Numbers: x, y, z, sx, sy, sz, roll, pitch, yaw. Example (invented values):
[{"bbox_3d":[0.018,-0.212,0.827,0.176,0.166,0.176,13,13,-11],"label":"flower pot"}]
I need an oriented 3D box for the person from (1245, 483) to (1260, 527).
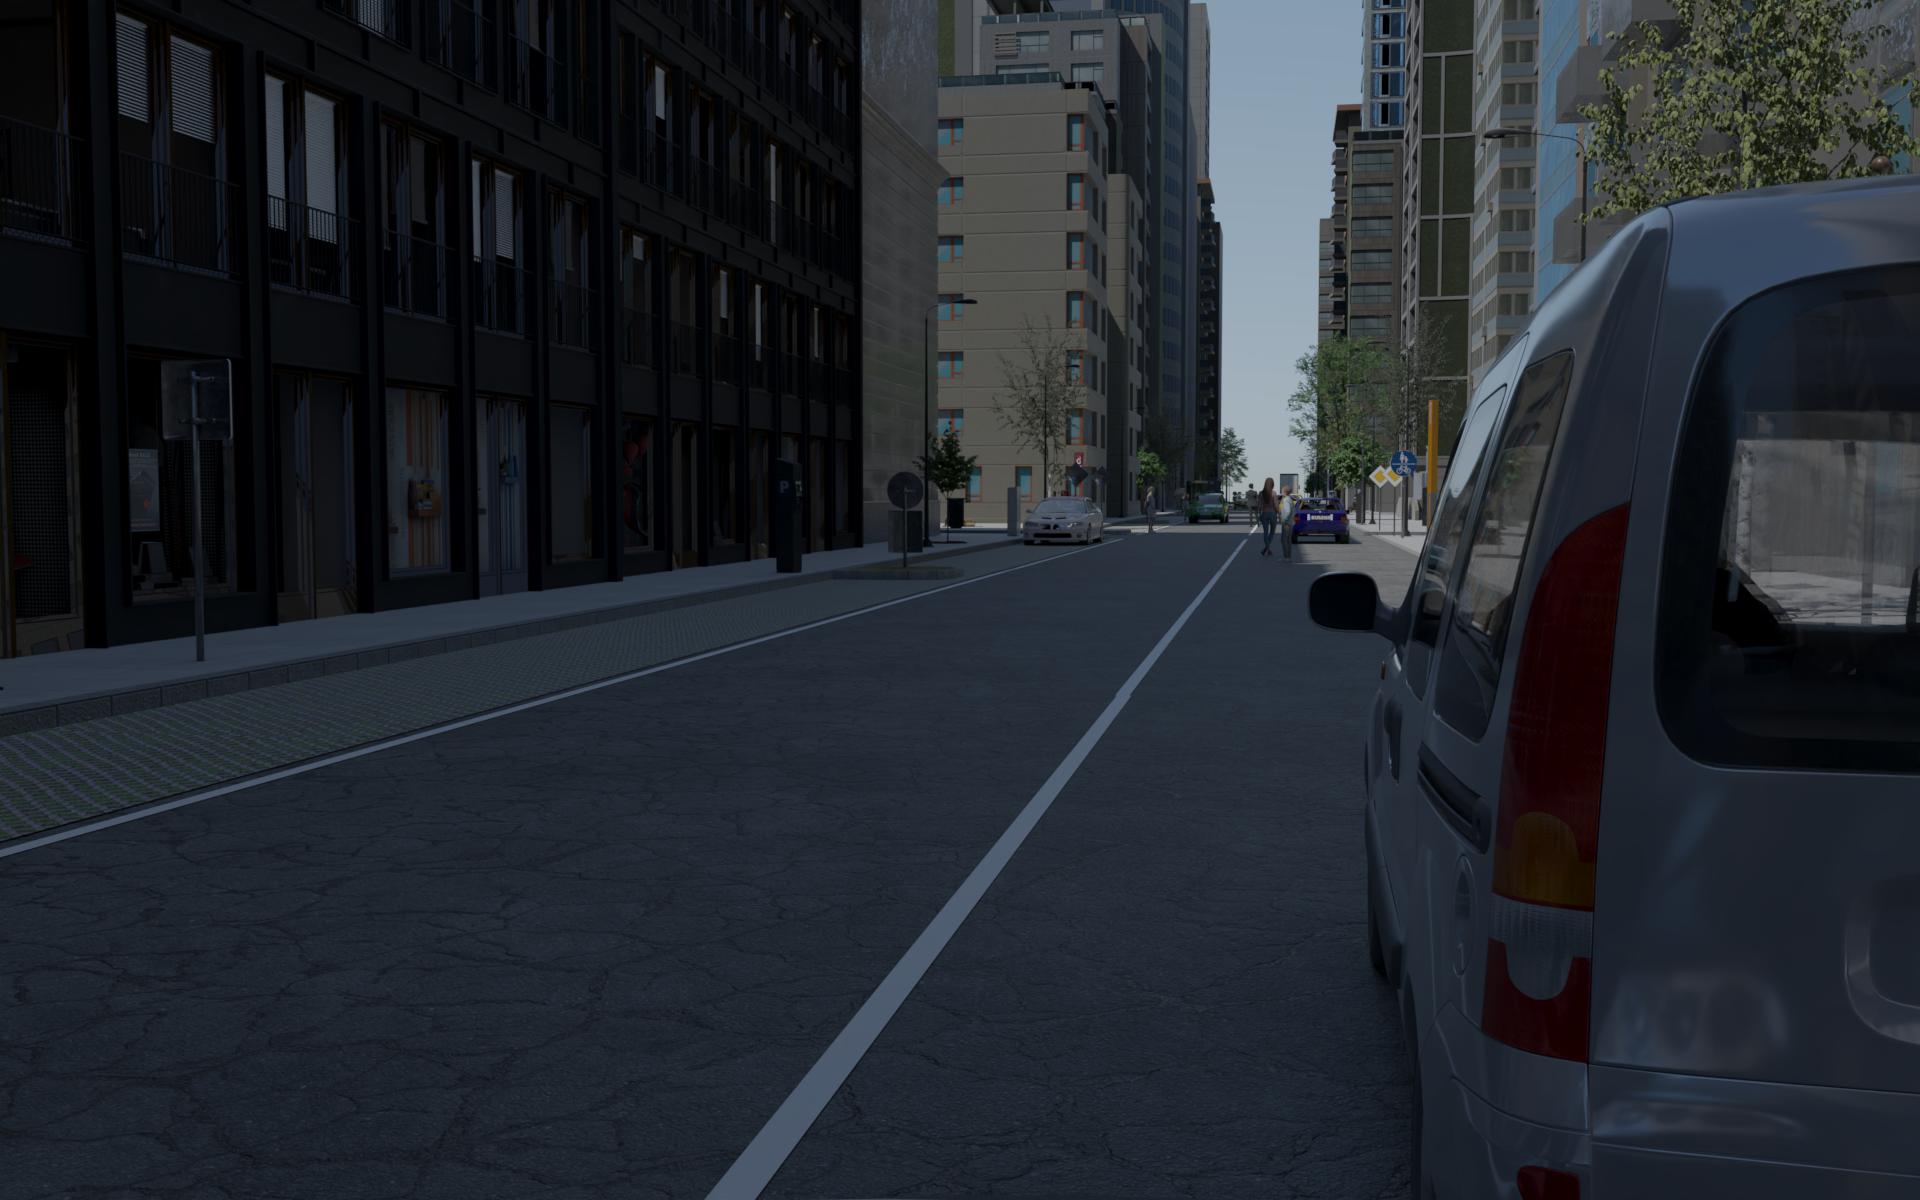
[{"bbox_3d":[12.723,-4.122,75.254,0.648,1.900,0.474,1,4,12],"label":"person"}]

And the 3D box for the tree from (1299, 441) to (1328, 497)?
[{"bbox_3d":[44.934,-16.432,219.018,4.360,8.622,3.978,0,3,0],"label":"tree"}]

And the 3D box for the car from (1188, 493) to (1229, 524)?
[{"bbox_3d":[12.339,-4.710,85.807,1.959,1.807,4.718,1,4,12],"label":"car"}]

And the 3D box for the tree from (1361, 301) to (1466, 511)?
[{"bbox_3d":[17.373,-7.139,67.078,4.360,8.622,3.978,0,3,0],"label":"tree"}]

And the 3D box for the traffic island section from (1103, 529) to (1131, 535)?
[{"bbox_3d":[5.060,-2.436,62.115,2.009,0.180,2.903,1,4,10],"label":"traffic island section"}]

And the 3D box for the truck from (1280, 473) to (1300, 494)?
[{"bbox_3d":[45.834,-15.419,241.017,2.839,4.237,11.283,1,4,12],"label":"truck"}]

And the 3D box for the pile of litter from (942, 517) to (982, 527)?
[{"bbox_3d":[0.093,-3.294,67.821,1.719,0.858,1.176,-1,4,-12],"label":"pile of litter"}]

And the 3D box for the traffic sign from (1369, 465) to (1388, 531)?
[{"bbox_3d":[14.612,-3.463,60.263,0.795,2.450,0.064,1,4,10],"label":"traffic sign"}]

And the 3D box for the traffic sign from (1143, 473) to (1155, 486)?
[{"bbox_3d":[11.580,-6.492,106.257,0.768,2.556,0.104,1,4,19],"label":"traffic sign"}]

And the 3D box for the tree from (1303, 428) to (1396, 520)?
[{"bbox_3d":[19.848,-6.249,85.882,4.285,4.588,4.351,0,3,0],"label":"tree"}]

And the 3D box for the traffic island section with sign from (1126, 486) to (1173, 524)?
[{"bbox_3d":[9.134,-4.612,84.039,1.989,1.847,2.006,1,4,10],"label":"traffic island section with sign"}]

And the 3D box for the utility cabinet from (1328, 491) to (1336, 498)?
[{"bbox_3d":[28.133,-7.476,130.911,0.318,1.500,1.173,2,4,31],"label":"utility cabinet"}]

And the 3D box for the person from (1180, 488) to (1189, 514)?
[{"bbox_3d":[15.345,-6.732,118.532,0.822,1.834,0.622,0,4,0],"label":"person"}]

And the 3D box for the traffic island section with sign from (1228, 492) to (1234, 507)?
[{"bbox_3d":[28.223,-10.889,186.666,1.989,1.847,2.006,1,4,10],"label":"traffic island section with sign"}]

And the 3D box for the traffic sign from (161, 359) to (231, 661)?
[{"bbox_3d":[-5.823,-0.678,13.217,0.606,2.300,0.079,1,4,15],"label":"traffic sign"}]

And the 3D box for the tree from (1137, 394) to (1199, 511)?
[{"bbox_3d":[15.700,-11.120,132.177,4.360,8.622,3.978,0,3,0],"label":"tree"}]

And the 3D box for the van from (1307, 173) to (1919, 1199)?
[{"bbox_3d":[1.792,0.194,3.848,2.013,2.044,4.112,1,4,12],"label":"van"}]

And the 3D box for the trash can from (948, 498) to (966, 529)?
[{"bbox_3d":[-0.149,-3.234,64.537,0.748,1.137,0.748,0,3,0],"label":"trash can"}]

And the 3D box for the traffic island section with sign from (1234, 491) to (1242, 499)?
[{"bbox_3d":[38.353,-14.224,241.181,1.989,1.847,2.006,1,4,10],"label":"traffic island section with sign"}]

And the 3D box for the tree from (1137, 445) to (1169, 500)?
[{"bbox_3d":[12.232,-8.087,115.928,4.285,4.588,4.351,0,3,0],"label":"tree"}]

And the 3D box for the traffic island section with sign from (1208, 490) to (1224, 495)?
[{"bbox_3d":[23.245,-9.252,159.898,1.989,1.847,2.006,1,4,10],"label":"traffic island section with sign"}]

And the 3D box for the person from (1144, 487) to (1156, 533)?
[{"bbox_3d":[7.092,-3.350,64.282,0.522,1.701,0.512,-1,4,-10],"label":"person"}]

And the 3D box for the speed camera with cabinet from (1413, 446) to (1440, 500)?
[{"bbox_3d":[19.727,-4.724,71.576,2.038,3.252,0.660,-2,4,-24],"label":"speed camera with cabinet"}]

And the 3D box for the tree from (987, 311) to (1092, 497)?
[{"bbox_3d":[3.407,-7.237,68.690,4.360,8.622,3.978,0,3,0],"label":"tree"}]

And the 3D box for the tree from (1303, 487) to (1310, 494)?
[{"bbox_3d":[53.063,-16.487,264.167,1.663,3.219,1.824,0,3,0],"label":"tree"}]

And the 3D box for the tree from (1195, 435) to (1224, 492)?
[{"bbox_3d":[29.862,-15.911,210.508,4.737,8.622,4.395,0,3,0],"label":"tree"}]

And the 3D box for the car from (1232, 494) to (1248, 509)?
[{"bbox_3d":[27.010,-9.486,165.327,2.015,1.641,3.980,1,4,9],"label":"car"}]

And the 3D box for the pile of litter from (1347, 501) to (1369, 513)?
[{"bbox_3d":[27.294,-6.430,119.103,1.719,0.858,1.176,1,4,17],"label":"pile of litter"}]

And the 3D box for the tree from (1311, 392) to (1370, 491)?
[{"bbox_3d":[27.208,-10.635,124.238,4.737,8.622,4.395,0,3,0],"label":"tree"}]

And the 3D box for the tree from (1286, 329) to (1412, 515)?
[{"bbox_3d":[24.094,-11.153,108.111,9.928,11.665,9.643,0,3,0],"label":"tree"}]

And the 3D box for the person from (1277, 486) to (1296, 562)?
[{"bbox_3d":[6.928,-1.614,36.692,0.330,1.601,0.589,2,4,34],"label":"person"}]

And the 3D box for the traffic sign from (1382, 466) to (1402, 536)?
[{"bbox_3d":[13.153,-2.983,52.412,0.795,2.450,0.064,1,4,10],"label":"traffic sign"}]

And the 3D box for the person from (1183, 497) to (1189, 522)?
[{"bbox_3d":[11.862,-4.743,90.297,0.590,1.304,0.306,-1,4,-14],"label":"person"}]

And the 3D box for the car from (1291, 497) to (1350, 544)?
[{"bbox_3d":[10.524,-2.354,51.066,1.945,1.354,3.894,1,4,9],"label":"car"}]

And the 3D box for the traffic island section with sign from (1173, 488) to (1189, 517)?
[{"bbox_3d":[14.103,-6.247,110.770,1.989,1.847,2.006,1,4,10],"label":"traffic island section with sign"}]

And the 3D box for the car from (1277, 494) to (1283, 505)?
[{"bbox_3d":[26.955,-8.198,143.823,2.009,1.686,4.222,1,4,11],"label":"car"}]

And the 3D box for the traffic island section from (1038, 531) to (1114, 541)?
[{"bbox_3d":[3.600,-1.956,54.263,2.009,0.180,2.903,1,4,10],"label":"traffic island section"}]

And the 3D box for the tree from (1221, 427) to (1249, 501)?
[{"bbox_3d":[45.189,-22.928,292.994,7.486,12.596,7.792,0,3,0],"label":"tree"}]

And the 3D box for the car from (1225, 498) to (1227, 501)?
[{"bbox_3d":[24.374,-9.482,164.813,2.009,1.686,4.222,1,4,11],"label":"car"}]

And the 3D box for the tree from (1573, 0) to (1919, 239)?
[{"bbox_3d":[8.165,-4.125,17.805,4.737,8.622,4.395,0,3,0],"label":"tree"}]

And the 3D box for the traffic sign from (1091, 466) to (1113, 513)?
[{"bbox_3d":[5.084,-3.572,62.048,0.795,2.450,0.064,1,4,10],"label":"traffic sign"}]

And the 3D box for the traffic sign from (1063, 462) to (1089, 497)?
[{"bbox_3d":[3.625,-3.092,54.197,0.795,2.450,0.064,1,4,10],"label":"traffic sign"}]

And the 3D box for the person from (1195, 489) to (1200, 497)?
[{"bbox_3d":[14.836,-6.023,107.538,0.480,1.755,0.524,1,4,18],"label":"person"}]

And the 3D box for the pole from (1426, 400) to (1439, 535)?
[{"bbox_3d":[10.263,-2.678,37.625,0.158,3.312,0.155,0,3,0],"label":"pole"}]

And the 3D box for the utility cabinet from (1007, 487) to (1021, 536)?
[{"bbox_3d":[1.649,-2.720,53.155,0.318,1.500,1.173,0,4,8],"label":"utility cabinet"}]

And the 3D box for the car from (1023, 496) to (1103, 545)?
[{"bbox_3d":[3.005,-2.285,49.728,2.083,1.381,4.827,1,4,12],"label":"car"}]

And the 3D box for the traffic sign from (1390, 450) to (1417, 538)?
[{"bbox_3d":[12.858,-3.066,50.228,0.768,2.556,0.104,1,4,17],"label":"traffic sign"}]

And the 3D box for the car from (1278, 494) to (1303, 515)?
[{"bbox_3d":[22.412,-6.512,116.702,2.015,1.641,3.980,1,4,9],"label":"car"}]

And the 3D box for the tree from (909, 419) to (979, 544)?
[{"bbox_3d":[-0.213,-3.083,45.005,1.663,3.219,1.824,0,3,0],"label":"tree"}]

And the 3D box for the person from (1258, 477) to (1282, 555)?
[{"bbox_3d":[7.242,-1.955,40.473,0.555,1.821,0.388,1,4,16],"label":"person"}]
